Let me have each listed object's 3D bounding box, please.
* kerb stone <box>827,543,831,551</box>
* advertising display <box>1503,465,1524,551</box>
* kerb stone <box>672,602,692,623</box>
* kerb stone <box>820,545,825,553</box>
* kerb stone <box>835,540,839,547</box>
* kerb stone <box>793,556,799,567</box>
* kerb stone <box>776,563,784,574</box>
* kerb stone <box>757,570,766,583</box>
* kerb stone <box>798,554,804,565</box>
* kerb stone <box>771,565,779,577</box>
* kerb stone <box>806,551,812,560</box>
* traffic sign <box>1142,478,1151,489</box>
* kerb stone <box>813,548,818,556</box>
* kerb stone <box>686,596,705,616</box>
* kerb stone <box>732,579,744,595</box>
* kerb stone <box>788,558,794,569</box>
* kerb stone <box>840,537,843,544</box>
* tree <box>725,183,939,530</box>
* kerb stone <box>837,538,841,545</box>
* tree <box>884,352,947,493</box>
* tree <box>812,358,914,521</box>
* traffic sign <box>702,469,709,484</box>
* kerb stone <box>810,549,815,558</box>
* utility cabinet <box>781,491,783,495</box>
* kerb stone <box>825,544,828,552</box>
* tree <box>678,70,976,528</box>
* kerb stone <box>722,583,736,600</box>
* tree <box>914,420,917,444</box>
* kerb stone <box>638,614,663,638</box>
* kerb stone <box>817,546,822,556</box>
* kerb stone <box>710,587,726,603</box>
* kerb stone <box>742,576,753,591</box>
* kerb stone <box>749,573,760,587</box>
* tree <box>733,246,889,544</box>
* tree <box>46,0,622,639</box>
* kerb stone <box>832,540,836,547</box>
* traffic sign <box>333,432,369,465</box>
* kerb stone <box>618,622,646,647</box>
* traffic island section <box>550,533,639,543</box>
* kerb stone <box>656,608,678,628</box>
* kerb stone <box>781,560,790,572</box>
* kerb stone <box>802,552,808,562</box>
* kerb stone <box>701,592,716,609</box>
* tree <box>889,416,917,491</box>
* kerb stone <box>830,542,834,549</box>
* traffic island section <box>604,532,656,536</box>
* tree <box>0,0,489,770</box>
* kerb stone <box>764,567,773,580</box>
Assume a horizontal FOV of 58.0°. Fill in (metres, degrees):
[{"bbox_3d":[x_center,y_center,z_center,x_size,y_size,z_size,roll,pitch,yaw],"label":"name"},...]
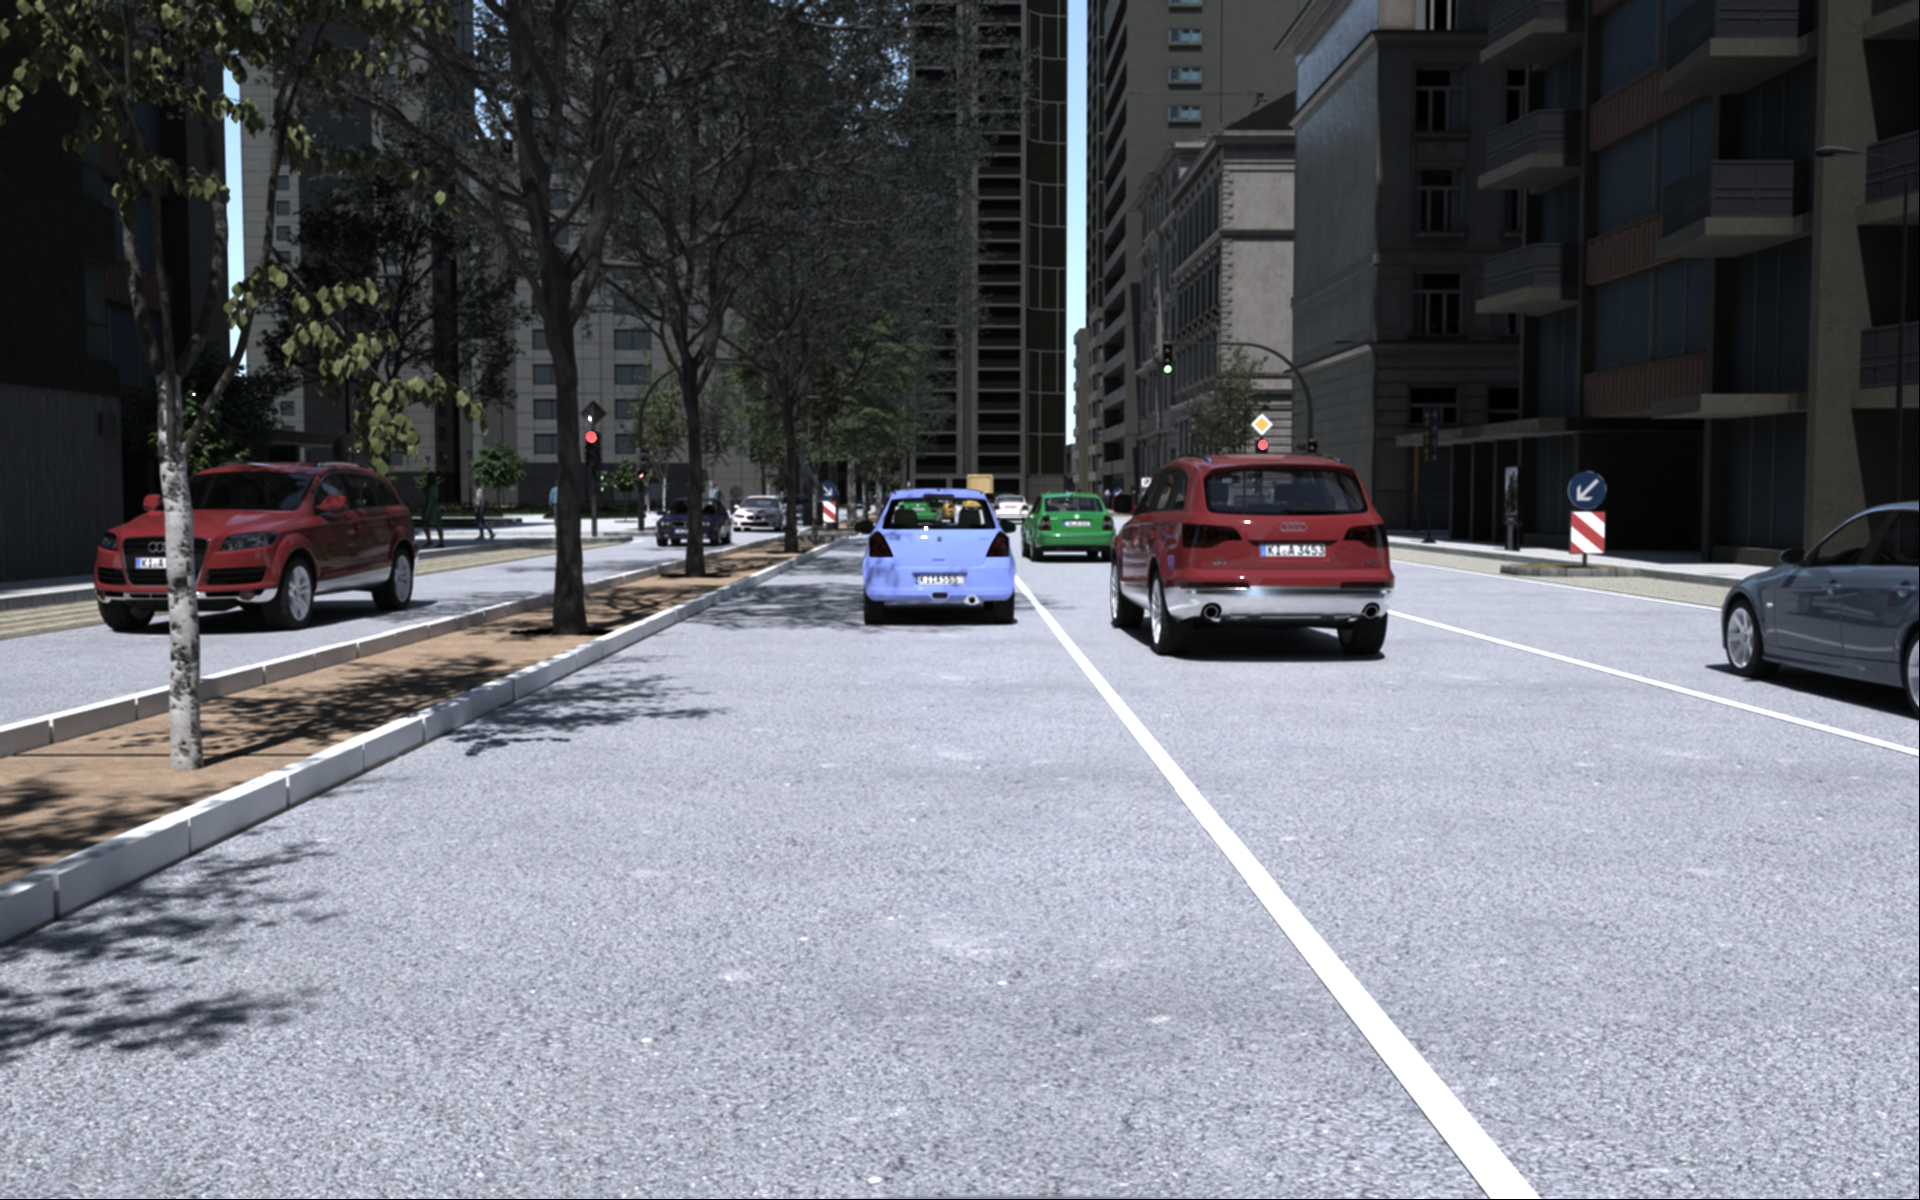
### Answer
[{"bbox_3d":[-3.383,-1.285,43.200,0.120,0.150,1.000,0,4,0],"label":"kerb stone"},{"bbox_3d":[12.525,-2.080,39.225,0.123,1.923,0.974,0,4,0],"label":"advertising display"},{"bbox_3d":[-3.201,0.155,19.657,0.120,0.150,1.000,0,4,0],"label":"kerb stone"},{"bbox_3d":[-3.367,-1.159,41.149,0.120,0.150,1.000,0,4,0],"label":"kerb stone"},{"bbox_3d":[-3.405,-1.470,46.280,0.120,0.150,1.000,0,4,0],"label":"kerb stone"},{"bbox_3d":[-3.308,-0.721,33.982,0.120,0.150,1.000,0,4,0],"label":"kerb stone"},{"bbox_3d":[-3.290,-0.526,30.914,0.120,0.150,1.000,0,4,0],"label":"kerb stone"},{"bbox_3d":[-3.264,-0.345,27.838,0.120,0.150,1.000,0,4,0],"label":"kerb stone"},{"bbox_3d":[-3.314,-0.784,35.008,0.120,0.150,1.000,0,4,0],"label":"kerb stone"},{"bbox_3d":[-3.279,-0.470,29.892,0.120,0.150,1.000,0,4,0],"label":"kerb stone"},{"bbox_3d":[-3.329,-0.909,37.061,0.120,0.150,1.000,0,4,0],"label":"kerb stone"},{"bbox_3d":[11.714,-6.530,108.902,0.606,2.300,0.079,1,4,9],"label":"traffic sign"},{"bbox_3d":[-3.353,-1.033,39.105,0.120,0.150,1.000,0,4,0],"label":"kerb stone"},{"bbox_3d":[-3.210,0.093,20.679,0.120,0.150,1.000,0,4,0],"label":"kerb stone"},{"bbox_3d":[-3.245,-0.158,24.772,0.120,0.150,1.000,0,4,0],"label":"kerb stone"},{"bbox_3d":[-3.304,-0.658,32.958,0.120,0.150,1.000,0,4,0],"label":"kerb stone"},{"bbox_3d":[-3.422,-1.599,48.347,0.120,0.150,1.000,0,4,0],"label":"kerb stone"},{"bbox_3d":[-4.657,-8.660,62.173,7.486,12.596,7.792,0,3,0],"label":"tree"},{"bbox_3d":[-3.407,-1.535,47.312,0.120,0.150,1.000,0,4,0],"label":"kerb stone"},{"bbox_3d":[-4.676,-11.779,120.799,9.928,11.665,9.643,0,3,0],"label":"tree"},{"bbox_3d":[-4.613,-8.002,83.652,4.737,8.622,4.395,0,3,0],"label":"tree"},{"bbox_3d":[-12.953,-5.292,86.628,0.768,2.556,0.104,0,4,6],"label":"traffic sign"},{"bbox_3d":[-3.344,-0.968,38.083,0.120,0.150,1.000,0,4,0],"label":"kerb stone"},{"bbox_3d":[-13.291,-7.415,129.906,0.318,1.500,1.173,0,4,-4],"label":"utility cabinet"},{"bbox_3d":[-3.383,-1.222,42.177,0.120,0.150,1.000,0,4,0],"label":"kerb stone"},{"bbox_3d":[-5.785,-13.145,73.259,12.611,20.169,13.585,0,3,0],"label":"tree"},{"bbox_3d":[-3.234,-0.095,23.750,0.120,0.150,1.000,0,4,0],"label":"kerb stone"},{"bbox_3d":[-4.573,-9.038,100.587,4.737,8.622,4.395,0,3,0],"label":"tree"},{"bbox_3d":[-3.190,0.282,17.611,0.120,0.150,1.000,0,4,0],"label":"kerb stone"},{"bbox_3d":[-3.358,-1.097,40.127,0.120,0.150,1.000,0,4,0],"label":"kerb stone"},{"bbox_3d":[-3.232,-0.033,22.728,0.120,0.150,1.000,0,4,0],"label":"kerb stone"},{"bbox_3d":[-3.242,-0.218,25.794,0.120,0.150,1.000,0,4,0],"label":"kerb stone"},{"bbox_3d":[-3.258,-0.283,26.816,0.120,0.150,1.000,0,4,0],"label":"kerb stone"},{"bbox_3d":[-4.176,-5.924,49.671,4.360,8.622,3.978,0,3,0],"label":"tree"},{"bbox_3d":[-3.938,-6.376,17.080,12.009,13.543,11.850,0,3,0],"label":"tree"},{"bbox_3d":[-3.398,-1.411,45.258,0.120,0.150,1.000,0,4,0],"label":"kerb stone"},{"bbox_3d":[-12.554,-2.178,35.717,0.768,2.556,0.104,0,4,1],"label":"traffic sign"},{"bbox_3d":[-3.185,0.343,16.589,0.120,0.150,1.000,0,4,0],"label":"kerb stone"},{"bbox_3d":[-11.010,-1.823,52.083,2.009,0.180,2.903,0,4,0],"label":"traffic island section"},{"bbox_3d":[-3.201,0.218,18.635,0.120,0.150,1.000,0,4,0],"label":"kerb stone"},{"bbox_3d":[-3.290,-0.596,31.936,0.120,0.150,1.000,0,4,0],"label":"kerb stone"},{"bbox_3d":[-3.325,-0.846,36.033,0.120,0.150,1.000,0,4,0],"label":"kerb stone"},{"bbox_3d":[-3.223,0.033,21.703,0.120,0.150,1.000,0,4,0],"label":"kerb stone"},{"bbox_3d":[-5.180,-10.773,128.950,4.360,8.622,3.978,0,3,0],"label":"tree"},{"bbox_3d":[-3.382,-1.348,44.228,0.120,0.150,1.000,0,4,0],"label":"kerb stone"},{"bbox_3d":[-11.070,-2.311,60.068,2.009,0.180,2.903,0,4,0],"label":"traffic island section"},{"bbox_3d":[-3.974,-3.405,8.498,4.737,8.622,4.395,0,3,0],"label":"tree"},{"bbox_3d":[-3.272,-0.408,28.867,0.120,0.150,1.000,0,4,0],"label":"kerb stone"}]
